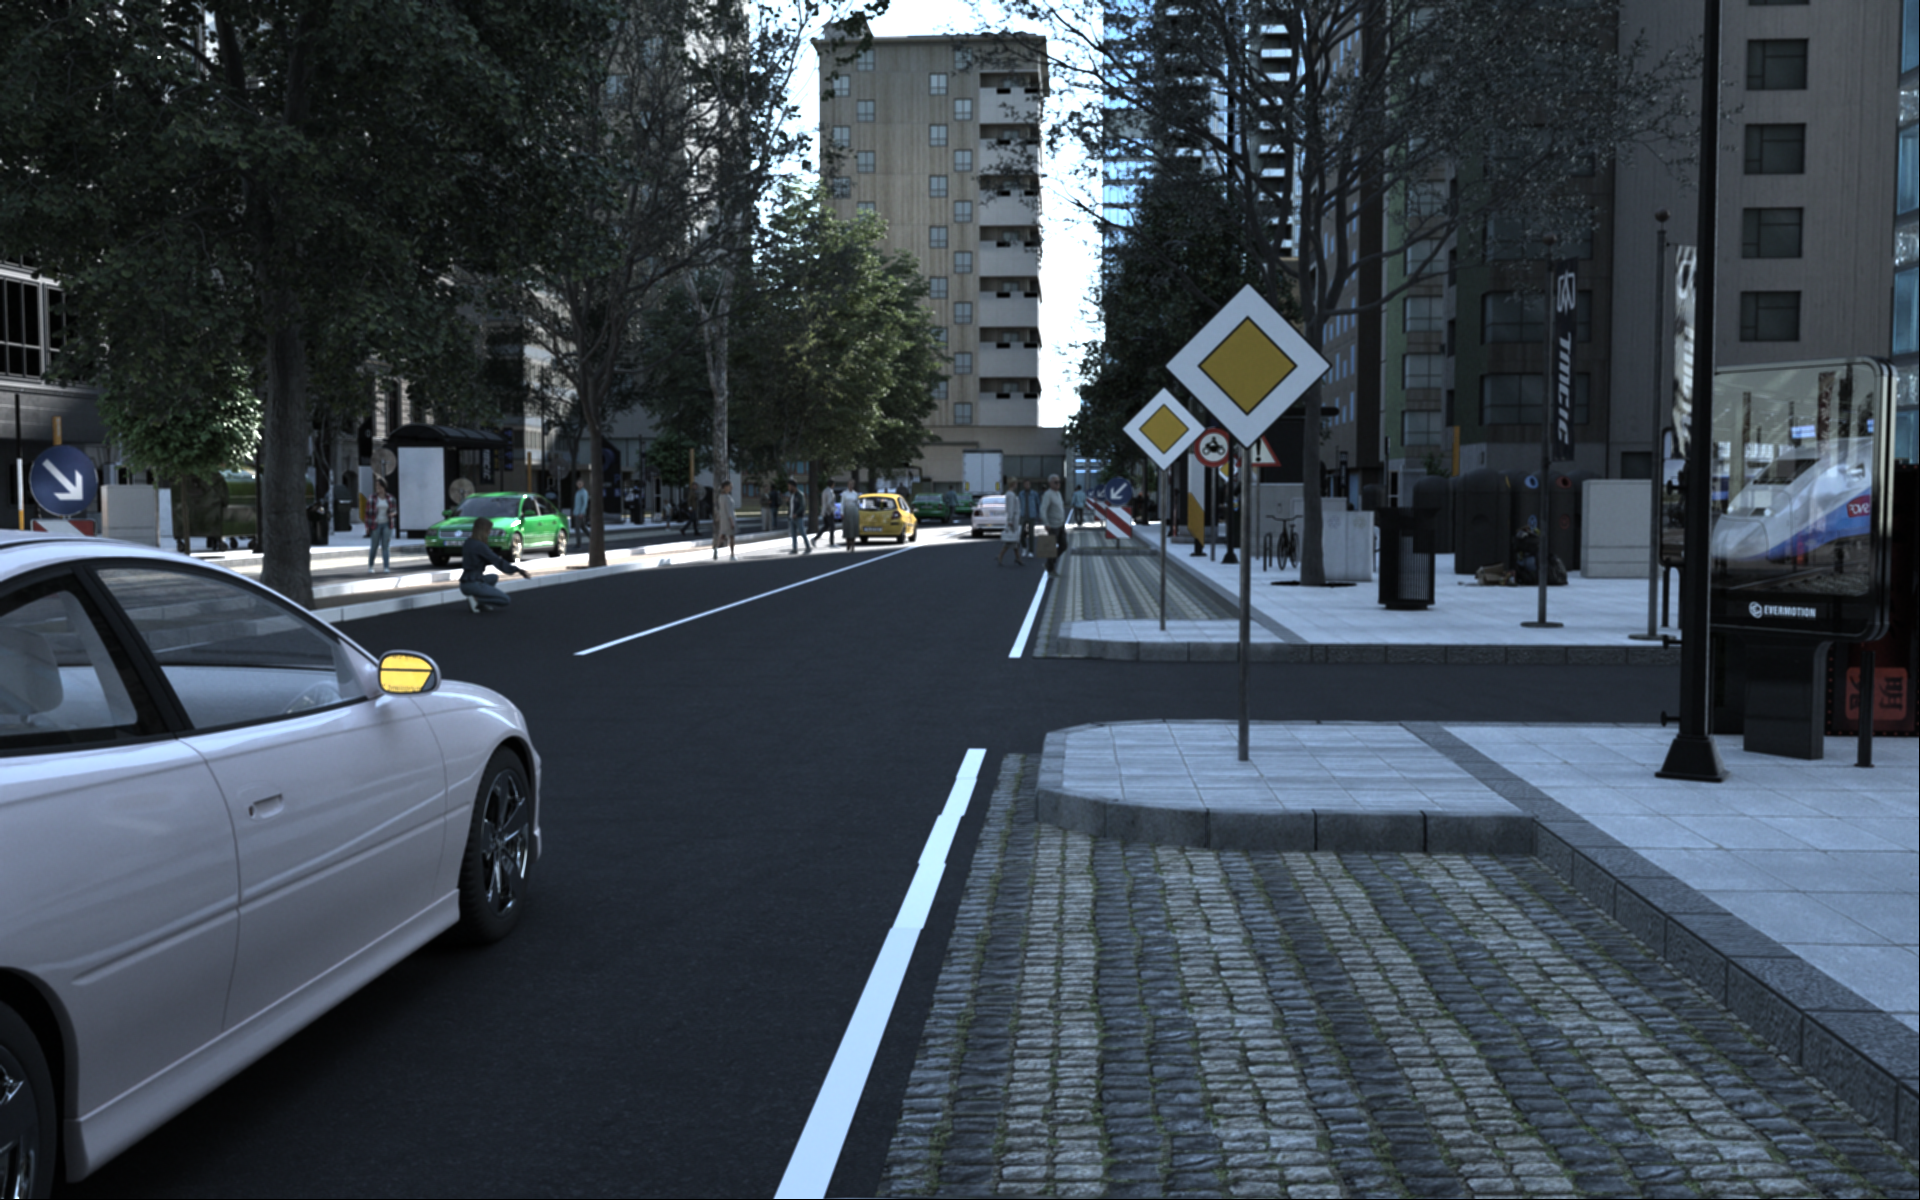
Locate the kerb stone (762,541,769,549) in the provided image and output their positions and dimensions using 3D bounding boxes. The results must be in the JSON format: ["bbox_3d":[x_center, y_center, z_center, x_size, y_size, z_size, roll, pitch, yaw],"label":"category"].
[{"bbox_3d":[-5.236,-1.431,45.590,0.120,0.150,1.000,0,4,4],"label":"kerb stone"}]

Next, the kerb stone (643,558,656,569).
[{"bbox_3d":[-6.080,-0.680,33.320,0.120,0.150,1.000,0,4,4],"label":"kerb stone"}]

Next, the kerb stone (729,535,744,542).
[{"bbox_3d":[-6.847,-1.880,52.929,0.120,0.150,1.000,0,4,4],"label":"kerb stone"}]

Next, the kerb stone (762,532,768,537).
[{"bbox_3d":[-6.564,-2.130,57.013,0.120,0.150,1.000,0,4,4],"label":"kerb stone"}]

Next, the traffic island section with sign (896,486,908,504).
[{"bbox_3d":[-3.142,-5.107,91.639,2.006,1.907,1.989,0,4,4],"label":"traffic island section with sign"}]

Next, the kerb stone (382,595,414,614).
[{"bbox_3d":[-6.918,0.074,21.051,0.120,0.150,1.000,0,4,4],"label":"kerb stone"}]

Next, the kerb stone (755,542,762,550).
[{"bbox_3d":[-5.315,-1.367,44.570,0.120,0.150,1.000,0,4,4],"label":"kerb stone"}]

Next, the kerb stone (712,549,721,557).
[{"bbox_3d":[-5.658,-1.056,39.459,0.120,0.150,1.000,0,4,4],"label":"kerb stone"}]

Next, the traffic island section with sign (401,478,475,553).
[{"bbox_3d":[-12.377,-2.071,42.496,1.989,1.847,2.006,0,4,4],"label":"traffic island section with sign"}]

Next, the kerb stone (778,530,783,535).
[{"bbox_3d":[-6.360,-2.315,60.083,0.120,0.150,1.000,0,4,4],"label":"kerb stone"}]

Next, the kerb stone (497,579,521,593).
[{"bbox_3d":[-6.633,-0.179,25.140,0.120,0.150,1.000,0,4,4],"label":"kerb stone"}]

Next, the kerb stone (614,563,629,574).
[{"bbox_3d":[-6.217,-0.555,31.277,0.120,0.150,1.000,0,4,4],"label":"kerb stone"}]

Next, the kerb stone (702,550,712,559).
[{"bbox_3d":[-5.726,-0.993,38.437,0.120,0.150,1.000,0,4,4],"label":"kerb stone"}]

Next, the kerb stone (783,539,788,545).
[{"bbox_3d":[-5.033,-1.614,48.651,0.120,0.150,1.000,0,4,4],"label":"kerb stone"}]

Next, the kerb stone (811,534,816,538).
[{"bbox_3d":[-4.681,-1.932,53.775,0.120,0.150,1.000,0,4,4],"label":"kerb stone"}]

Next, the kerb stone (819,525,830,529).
[{"bbox_3d":[-5.590,-3.003,71.316,0.120,0.150,1.000,0,4,4],"label":"kerb stone"}]

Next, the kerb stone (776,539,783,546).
[{"bbox_3d":[-5.094,-1.556,47.630,0.120,0.150,1.000,0,4,4],"label":"kerb stone"}]

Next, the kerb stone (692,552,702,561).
[{"bbox_3d":[-5.801,-0.931,37.412,0.120,0.150,1.000,0,4,4],"label":"kerb stone"}]

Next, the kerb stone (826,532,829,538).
[{"bbox_3d":[-4.472,-2.115,56.843,0.120,0.150,1.000,0,4,4],"label":"kerb stone"}]

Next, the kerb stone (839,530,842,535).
[{"bbox_3d":[-4.257,-2.306,59.930,0.120,0.150,1.000,0,4,4],"label":"kerb stone"}]

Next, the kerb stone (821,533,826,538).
[{"bbox_3d":[-4.548,-2.055,55.816,0.120,0.150,1.000,0,4,4],"label":"kerb stone"}]

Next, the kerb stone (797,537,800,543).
[{"bbox_3d":[-4.889,-1.743,50.700,0.120,0.150,1.000,0,4,4],"label":"kerb stone"}]

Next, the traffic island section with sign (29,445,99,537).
[{"bbox_3d":[-8.248,-0.522,16.674,2.006,1.907,1.989,0,4,4],"label":"traffic island section with sign"}]

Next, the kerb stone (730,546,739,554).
[{"bbox_3d":[-5.519,-1.181,41.500,0.120,0.150,1.000,0,4,4],"label":"kerb stone"}]

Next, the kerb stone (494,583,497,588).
[{"bbox_3d":[-6.712,-0.116,24.116,0.120,0.150,1.000,0,4,4],"label":"kerb stone"}]

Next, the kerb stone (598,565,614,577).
[{"bbox_3d":[-6.289,-0.493,30.257,0.120,0.150,1.000,0,4,4],"label":"kerb stone"}]

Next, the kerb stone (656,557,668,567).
[{"bbox_3d":[-6.013,-0.743,34.340,0.120,0.150,1.000,0,4,4],"label":"kerb stone"}]

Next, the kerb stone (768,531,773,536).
[{"bbox_3d":[-6.496,-2.192,58.034,0.120,0.150,1.000,0,4,4],"label":"kerb stone"}]

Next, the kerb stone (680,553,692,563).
[{"bbox_3d":[-5.864,-0.868,36.391,0.120,0.150,1.000,0,4,4],"label":"kerb stone"}]

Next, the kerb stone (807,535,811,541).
[{"bbox_3d":[-4.754,-1.869,52.756,0.120,0.150,1.000,0,4,4],"label":"kerb stone"}]

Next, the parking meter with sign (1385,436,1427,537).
[{"bbox_3d":[13.717,-3.423,52.227,1.738,3.016,0.543,1,4,18],"label":"parking meter with sign"}]

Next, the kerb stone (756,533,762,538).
[{"bbox_3d":[-6.636,-2.067,55.988,0.120,0.150,1.000,0,4,4],"label":"kerb stone"}]

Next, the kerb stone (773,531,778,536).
[{"bbox_3d":[-6.422,-2.255,59.062,0.120,0.150,1.000,0,4,4],"label":"kerb stone"}]

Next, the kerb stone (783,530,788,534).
[{"bbox_3d":[-6.290,-2.378,61.103,0.120,0.150,1.000,0,4,4],"label":"kerb stone"}]

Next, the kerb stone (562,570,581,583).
[{"bbox_3d":[-6.424,-0.368,28.204,0.120,0.150,1.000,0,4,4],"label":"kerb stone"}]

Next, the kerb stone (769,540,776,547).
[{"bbox_3d":[-5.169,-1.489,46.611,0.120,0.150,1.000,0,4,4],"label":"kerb stone"}]

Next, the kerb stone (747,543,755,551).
[{"bbox_3d":[-5.384,-1.304,43.551,0.120,0.150,1.000,0,4,4],"label":"kerb stone"}]

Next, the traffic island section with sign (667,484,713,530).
[{"bbox_3d":[-10.548,-3.716,69.389,1.989,1.847,2.006,0,4,4],"label":"traffic island section with sign"}]

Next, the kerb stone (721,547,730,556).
[{"bbox_3d":[-5.594,-1.114,40.479,0.120,0.150,1.000,0,4,4],"label":"kerb stone"}]

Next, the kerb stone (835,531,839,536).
[{"bbox_3d":[-4.341,-2.237,58.895,0.120,0.150,1.000,0,4,4],"label":"kerb stone"}]

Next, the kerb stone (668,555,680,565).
[{"bbox_3d":[-5.938,-0.806,35.368,0.120,0.150,1.000,0,4,4],"label":"kerb stone"}]

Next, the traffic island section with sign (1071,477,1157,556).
[{"bbox_3d":[3.615,-1.972,40.863,1.989,1.847,2.006,0,4,4],"label":"traffic island section with sign"}]

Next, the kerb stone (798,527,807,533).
[{"bbox_3d":[-6.010,-2.629,65.187,0.120,0.150,1.000,0,4,4],"label":"kerb stone"}]

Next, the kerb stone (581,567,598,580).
[{"bbox_3d":[-6.354,-0.430,29.232,0.120,0.150,1.000,0,4,4],"label":"kerb stone"}]

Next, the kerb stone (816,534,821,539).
[{"bbox_3d":[-4.615,-1.994,54.796,0.120,0.150,1.000,0,4,4],"label":"kerb stone"}]

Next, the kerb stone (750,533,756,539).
[{"bbox_3d":[-6.705,-2.004,54.968,0.120,0.150,1.000,0,4,4],"label":"kerb stone"}]

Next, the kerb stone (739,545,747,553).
[{"bbox_3d":[-5.443,-1.244,42.527,0.120,0.150,1.000,0,4,4],"label":"kerb stone"}]

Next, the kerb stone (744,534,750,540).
[{"bbox_3d":[-6.780,-1.942,53.949,0.120,0.150,1.000,0,4,4],"label":"kerb stone"}]

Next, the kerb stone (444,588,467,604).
[{"bbox_3d":[-6.774,-0.055,23.096,0.120,0.150,1.000,0,4,4],"label":"kerb stone"}]

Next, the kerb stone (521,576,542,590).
[{"bbox_3d":[-6.568,-0.240,26.162,0.120,0.150,1.000,0,4,4],"label":"kerb stone"}]

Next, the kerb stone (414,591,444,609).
[{"bbox_3d":[-6.846,0.008,22.071,0.120,0.150,1.000,0,4,4],"label":"kerb stone"}]

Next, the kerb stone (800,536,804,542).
[{"bbox_3d":[-4.823,-1.802,51.736,0.120,0.150,1.000,0,4,4],"label":"kerb stone"}]

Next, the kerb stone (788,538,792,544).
[{"bbox_3d":[-4.963,-1.676,49.671,0.120,0.150,1.000,0,4,4],"label":"kerb stone"}]

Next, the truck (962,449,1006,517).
[{"bbox_3d":[1.591,-7.631,113.686,2.839,4.237,11.283,0,4,2],"label":"truck"}]

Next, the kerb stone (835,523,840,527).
[{"bbox_3d":[-5.377,-3.193,74.394,0.120,0.150,1.000,0,4,4],"label":"kerb stone"}]

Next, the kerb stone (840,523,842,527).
[{"bbox_3d":[-5.310,-3.253,75.414,0.120,0.150,1.000,0,4,4],"label":"kerb stone"}]

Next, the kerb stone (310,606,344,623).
[{"bbox_3d":[-7.059,0.195,19.004,0.120,0.150,1.000,0,4,4],"label":"kerb stone"}]

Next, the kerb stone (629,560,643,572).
[{"bbox_3d":[-6.149,-0.618,32.300,0.120,0.150,1.000,0,4,4],"label":"kerb stone"}]

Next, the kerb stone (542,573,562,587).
[{"bbox_3d":[-6.495,-0.305,27.181,0.120,0.150,1.000,0,4,4],"label":"kerb stone"}]

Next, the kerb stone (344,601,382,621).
[{"bbox_3d":[-6.977,0.133,20.024,0.120,0.150,1.000,0,4,4],"label":"kerb stone"}]
